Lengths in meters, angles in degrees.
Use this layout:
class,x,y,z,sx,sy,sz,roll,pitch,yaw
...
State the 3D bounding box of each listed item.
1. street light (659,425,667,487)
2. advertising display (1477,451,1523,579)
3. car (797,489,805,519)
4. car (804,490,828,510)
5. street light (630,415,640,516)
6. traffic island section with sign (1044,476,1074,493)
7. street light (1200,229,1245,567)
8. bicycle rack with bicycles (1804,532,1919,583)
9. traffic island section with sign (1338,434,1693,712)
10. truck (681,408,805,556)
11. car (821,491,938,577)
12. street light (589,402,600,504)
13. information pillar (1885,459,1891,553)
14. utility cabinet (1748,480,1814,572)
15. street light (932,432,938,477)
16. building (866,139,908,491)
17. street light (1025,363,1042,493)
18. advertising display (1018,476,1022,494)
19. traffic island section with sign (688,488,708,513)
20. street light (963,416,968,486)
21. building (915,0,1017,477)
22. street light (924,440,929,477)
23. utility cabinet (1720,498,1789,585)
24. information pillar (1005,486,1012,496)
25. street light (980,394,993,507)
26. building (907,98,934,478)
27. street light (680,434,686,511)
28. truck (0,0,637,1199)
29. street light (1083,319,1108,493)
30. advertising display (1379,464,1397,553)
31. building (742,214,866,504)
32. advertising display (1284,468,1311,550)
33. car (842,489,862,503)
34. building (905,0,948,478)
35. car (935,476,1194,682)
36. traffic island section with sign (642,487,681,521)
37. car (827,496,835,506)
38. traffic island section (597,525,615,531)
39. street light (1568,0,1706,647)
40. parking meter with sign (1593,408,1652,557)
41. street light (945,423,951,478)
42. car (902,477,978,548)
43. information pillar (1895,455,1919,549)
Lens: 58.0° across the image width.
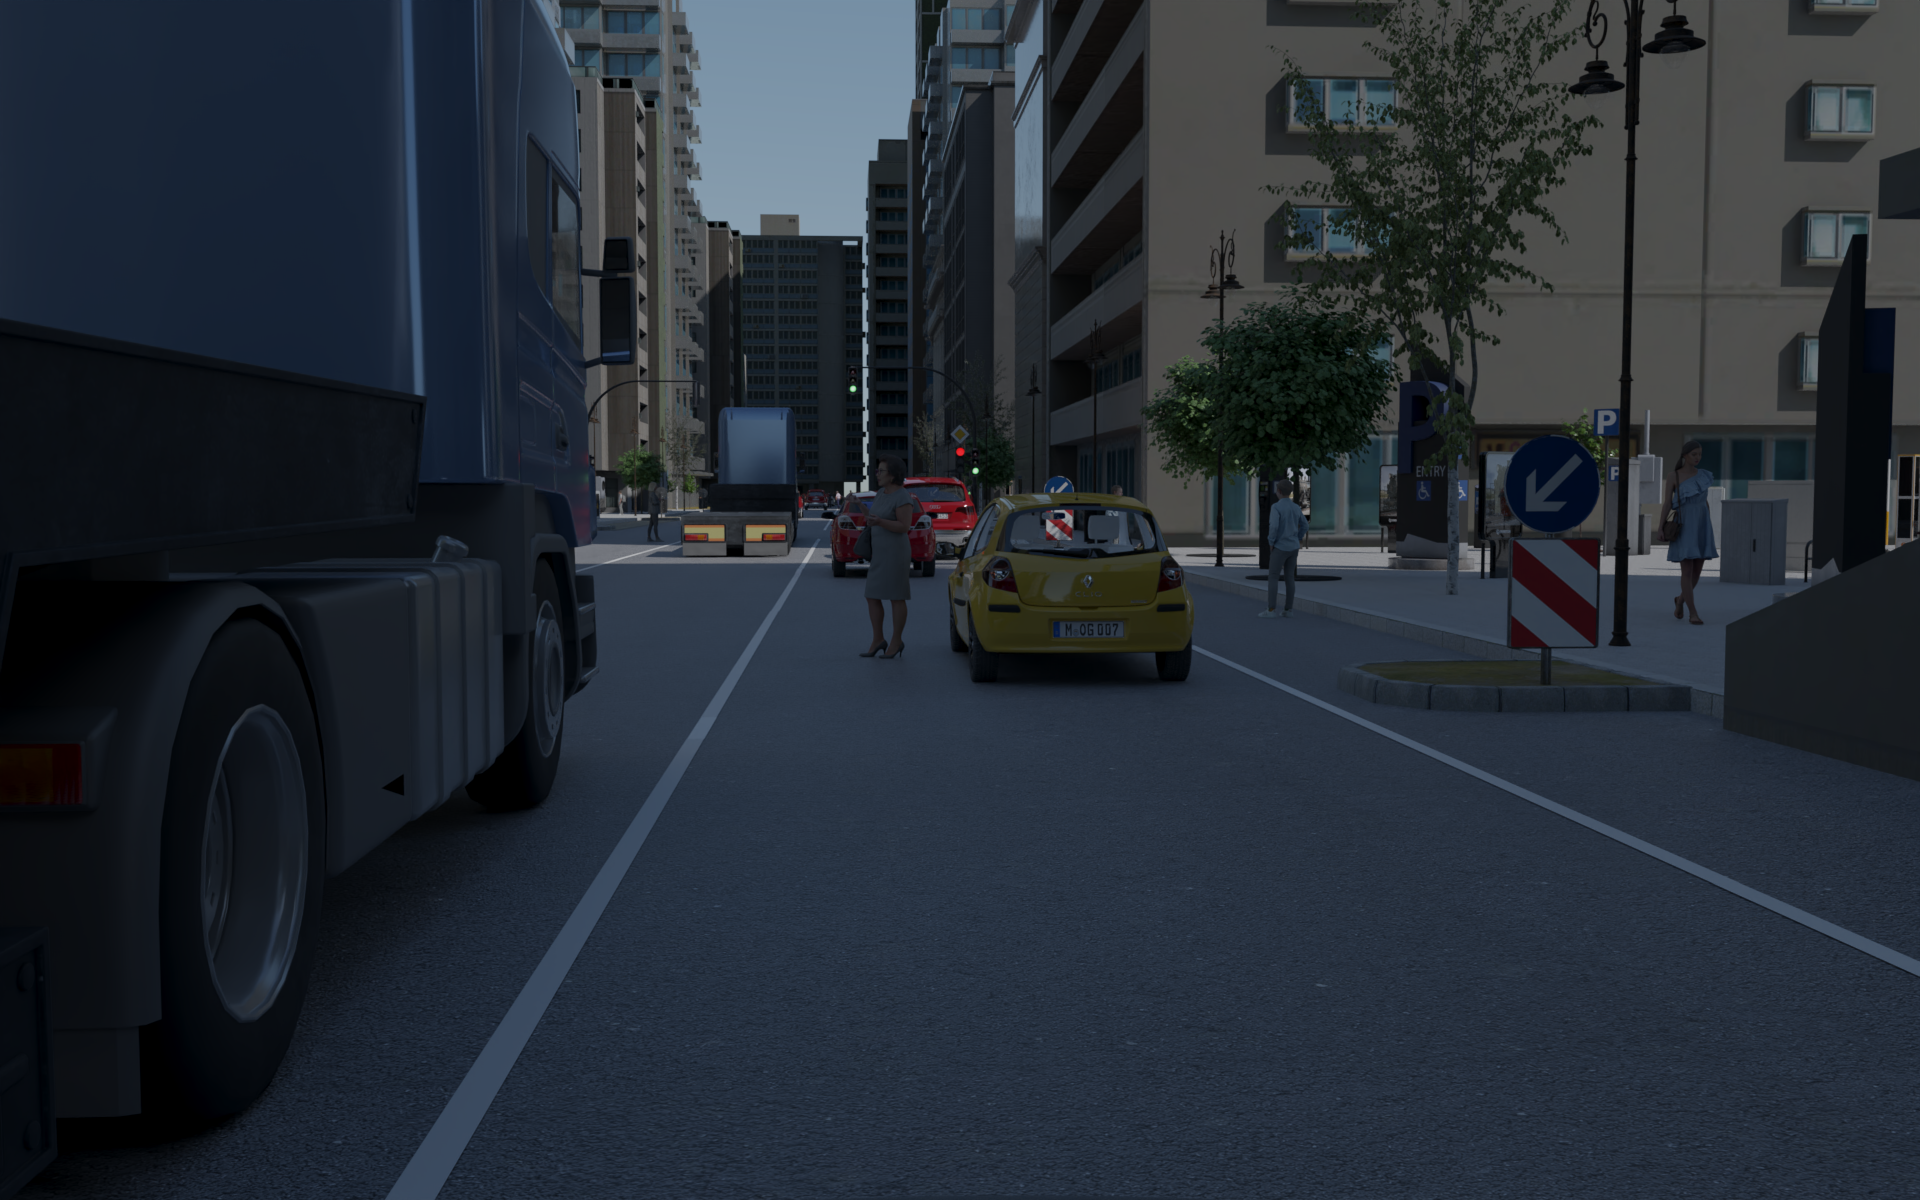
class,x,y,z,sx,sy,sz,roll,pitch,yaw
street light,-20.006,-8.799,116.647,0.468,5.910,1.993,0,4,-4
advertising display,8.231,-1.294,26.365,0.974,1.923,0.123,-3,4,-37
car,-10.296,-5.718,102.158,2.281,1.827,5.304,0,4,-3
car,-12.905,-8.952,155.030,2.281,1.827,5.304,0,4,-5
street light,-18.962,-7.843,101.023,0.468,5.910,1.993,0,4,-4
traffic island section with sign,2.043,-1.871,39.227,1.989,1.847,2.006,0,4,-4
street light,4.591,-3.528,30.477,0.468,5.910,1.993,0,4,-4
bicycle rack with bicycles,13.283,-0.703,24.872,2.925,0.926,2.852,-2,4,-32
traffic island section with sign,3.797,-0.226,12.329,1.989,1.847,2.006,0,4,-4
truck,-5.837,-3.573,48.184,2.967,4.110,18.799,0,4,-5
car,-1.438,-1.369,31.417,2.155,1.783,4.494,0,4,-5
street light,-18.046,-6.898,85.571,0.468,5.910,1.993,0,4,-4
information pillar,20.212,-2.859,38.097,0.183,3.616,0.504,-3,5,-43
utility cabinet,13.650,-1.218,28.587,0.318,1.500,1.173,-3,5,-44
street light,-1.827,-9.542,128.793,0.468,5.910,1.993,0,4,-4
building,-2.195,-37.682,239.807,21.600,48.544,21.300,0,4,-4
street light,2.599,-5.418,61.372,0.468,5.910,1.993,0,4,-4
advertising display,2.127,-3.430,61.288,0.123,1.923,0.974,0,4,2
traffic island section with sign,-17.985,-6.906,121.534,1.989,1.847,2.006,0,4,-4
street light,0.230,-7.582,96.754,0.468,5.910,1.993,0,4,-4
building,7.764,-33.729,171.075,23.786,49.044,30.456,0,4,-4
street light,-2.763,-10.487,144.245,0.468,5.910,1.993,0,4,-4
utility cabinet,11.350,-0.834,24.802,0.306,1.237,1.020,-1,4,-16
information pillar,2.712,-5.629,96.528,0.304,2.012,0.304,2,4,25
street light,1.232,-6.592,80.573,0.468,5.910,1.993,0,4,-4
building,1.325,-33.219,193.248,14.600,45.320,14.200,0,4,-4
street light,-21.120,-9.768,132.486,0.468,5.910,1.993,0,4,-4
truck,-2.604,-0.673,0.768,2.967,4.110,18.799,0,4,-4
street light,3.582,-4.473,45.923,0.468,5.910,1.993,0,4,-4
advertising display,9.446,-1.979,37.563,0.123,1.923,0.974,-2,4,-26
building,-25.253,-33.727,243.318,23.993,40.220,32.217,0,4,-4
advertising display,7.776,-2.127,39.990,0.974,1.923,0.123,-3,5,-44
car,-4.983,-4.752,87.278,1.945,1.707,3.694,0,4,-4
building,2.995,-47.212,210.172,20.563,71.187,20.611,0,4,-4
car,0.824,-0.271,14.657,2.015,1.641,3.980,0,4,-4
traffic island section with sign,-16.197,-5.227,94.084,1.989,1.847,2.006,0,4,-4
car,-15.580,-11.593,201.911,2.083,1.381,4.827,0,4,-3
traffic island section,-14.892,-2.867,69.157,2.009,0.180,2.903,0,4,-4
street light,5.583,-2.550,14.477,0.468,5.910,1.993,0,4,-4
parking meter with sign,13.816,-2.431,36.005,1.738,3.016,0.543,-3,5,-43
street light,-0.752,-8.527,112.202,0.468,5.910,1.993,0,4,-4
car,-0.788,-1.885,39.494,2.281,1.827,5.304,0,4,-6
information pillar,17.722,-1.706,32.384,0.304,2.012,0.304,-3,5,-41
